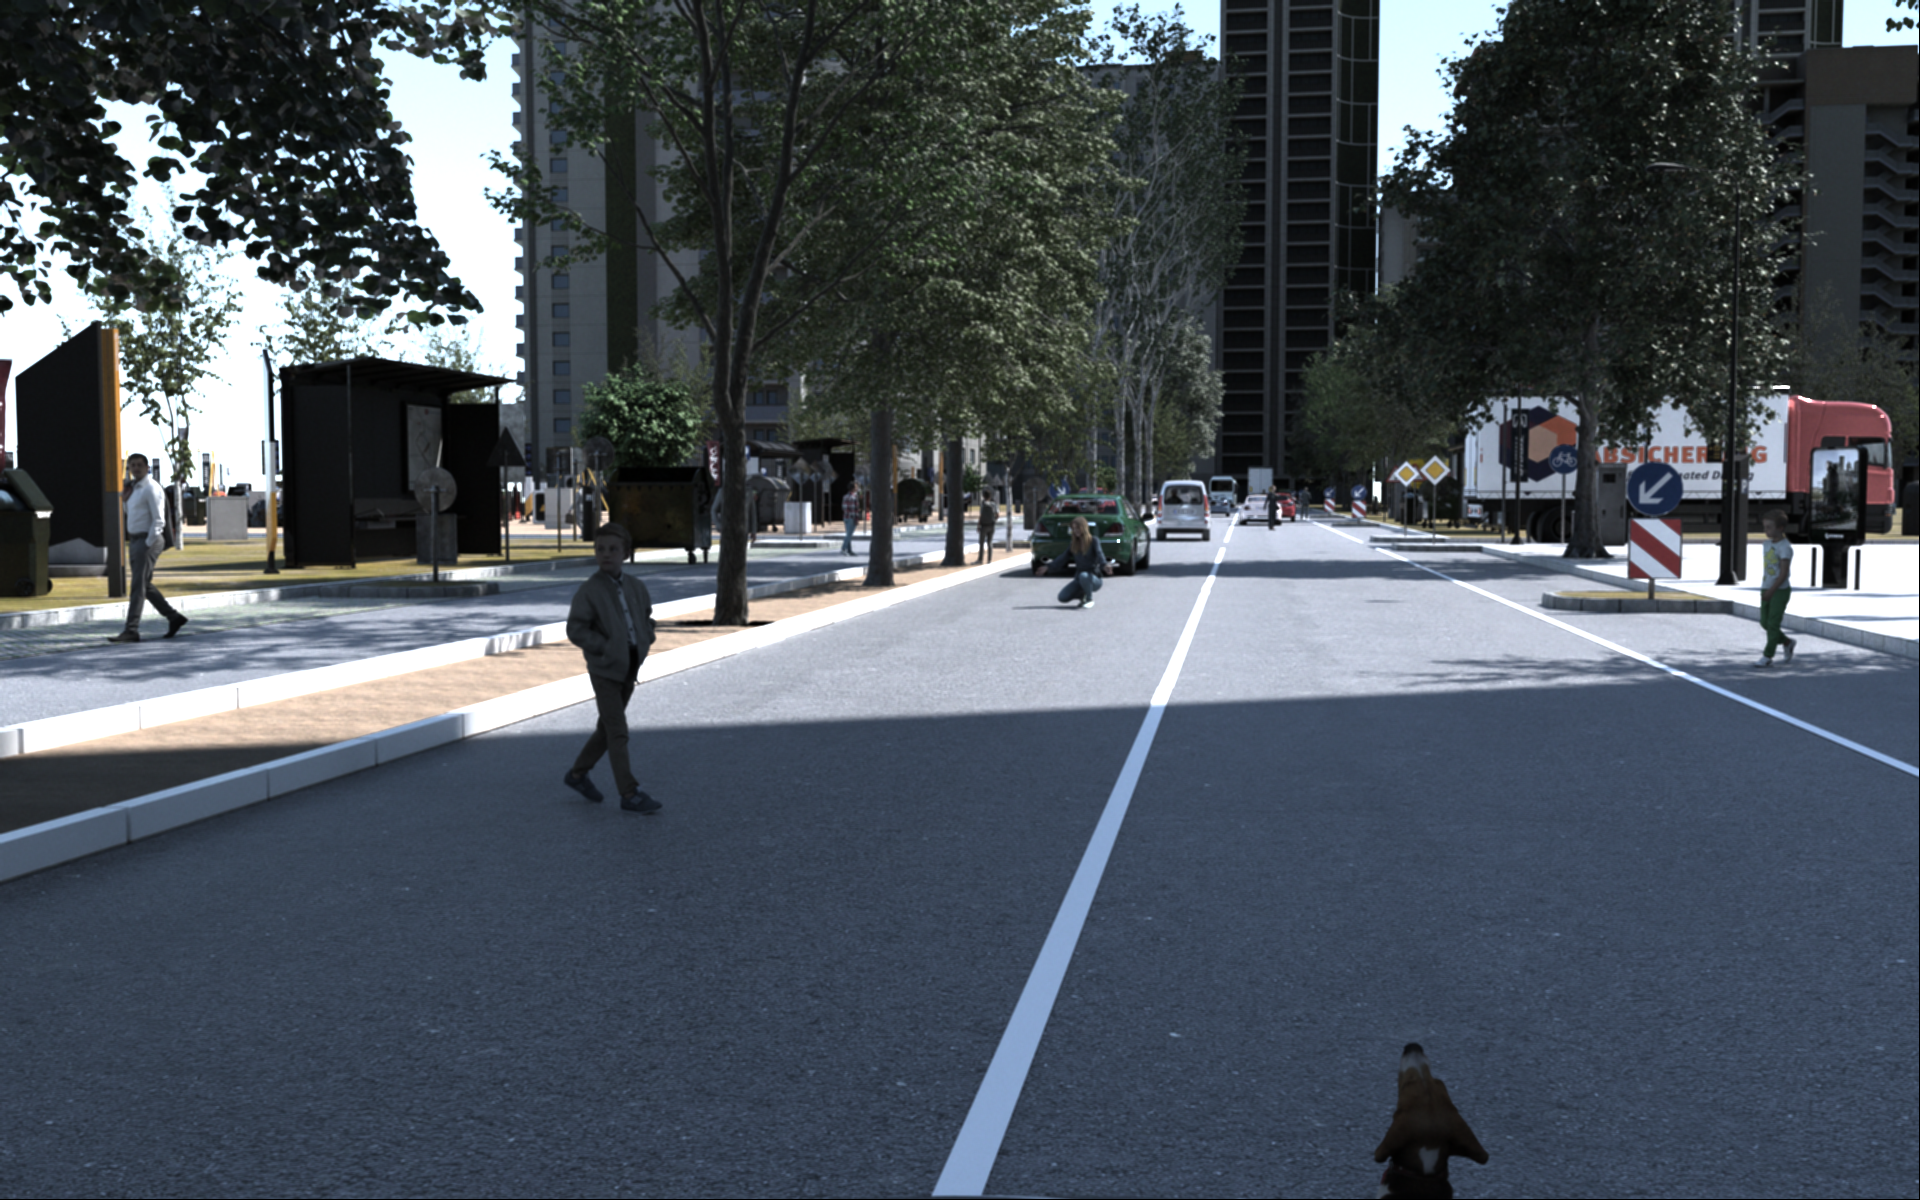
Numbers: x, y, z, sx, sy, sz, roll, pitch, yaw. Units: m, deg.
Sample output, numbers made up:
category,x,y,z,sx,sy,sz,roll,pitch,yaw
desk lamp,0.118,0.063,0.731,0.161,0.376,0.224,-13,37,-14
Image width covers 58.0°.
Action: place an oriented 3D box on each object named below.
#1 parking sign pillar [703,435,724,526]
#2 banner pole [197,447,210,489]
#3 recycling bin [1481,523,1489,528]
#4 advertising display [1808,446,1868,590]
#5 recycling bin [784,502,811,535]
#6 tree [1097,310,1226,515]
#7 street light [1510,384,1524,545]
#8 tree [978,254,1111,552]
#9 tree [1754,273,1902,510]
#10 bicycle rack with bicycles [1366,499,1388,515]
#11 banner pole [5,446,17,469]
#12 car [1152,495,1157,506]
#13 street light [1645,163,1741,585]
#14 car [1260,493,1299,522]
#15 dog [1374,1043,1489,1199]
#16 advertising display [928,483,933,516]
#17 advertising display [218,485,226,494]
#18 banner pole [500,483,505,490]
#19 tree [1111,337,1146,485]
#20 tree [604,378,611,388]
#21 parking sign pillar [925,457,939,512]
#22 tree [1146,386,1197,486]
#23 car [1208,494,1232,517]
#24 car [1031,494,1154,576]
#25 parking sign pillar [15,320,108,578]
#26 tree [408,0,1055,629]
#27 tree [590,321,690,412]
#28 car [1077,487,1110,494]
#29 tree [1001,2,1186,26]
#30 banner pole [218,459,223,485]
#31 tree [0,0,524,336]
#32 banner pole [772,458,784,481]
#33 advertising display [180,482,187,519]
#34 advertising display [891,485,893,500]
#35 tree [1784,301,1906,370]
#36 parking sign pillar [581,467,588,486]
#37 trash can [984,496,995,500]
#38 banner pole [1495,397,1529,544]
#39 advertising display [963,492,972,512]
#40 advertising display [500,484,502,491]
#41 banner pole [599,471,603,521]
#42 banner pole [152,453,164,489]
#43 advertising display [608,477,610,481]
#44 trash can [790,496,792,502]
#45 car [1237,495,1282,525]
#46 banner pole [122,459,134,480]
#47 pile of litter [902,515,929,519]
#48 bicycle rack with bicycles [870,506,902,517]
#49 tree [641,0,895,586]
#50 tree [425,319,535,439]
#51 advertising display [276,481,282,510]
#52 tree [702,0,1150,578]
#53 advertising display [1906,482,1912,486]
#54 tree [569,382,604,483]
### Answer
category,x,y,z,sx,sy,sz,roll,pitch,yaw
parking sign pillar,-9.691,-4.983,69.949,1.447,3.967,1.447,0,4,-6
banner pole,-40.311,-6.256,92.305,0.401,3.779,0.863,3,5,40
recycling bin,20.512,-3.295,66.425,0.722,1.027,0.722,-2,4,-24
advertising display,11.921,-1.122,23.551,0.123,1.923,0.974,-1,4,-12
recycling bin,-5.166,-2.608,55.194,0.722,1.027,0.722,1,4,9
tree,13.801,-12.843,119.088,9.857,13.997,8.962,0,3,0
street light,13.579,-4.359,43.813,1.470,5.913,1.316,1,4,9
tree,1.215,-5.466,42.191,4.737,8.622,4.395,0,3,0
tree,28.354,-6.623,58.644,4.360,8.622,3.978,0,3,0
bicycle rack with bicycles,30.185,-6.582,120.996,2.925,0.926,2.852,0,4,0
banner pole,-48.845,-6.075,89.348,0.863,3.779,0.401,-3,5,-40
car,20.851,-10.412,182.600,2.083,1.381,4.827,1,4,9
street light,10.318,-3.172,24.396,1.470,5.913,1.316,1,4,9
car,16.468,-4.934,89.708,2.155,1.783,4.494,1,4,11
dog,0.720,1.050,3.034,0.748,0.427,0.550,-2,4,-33
advertising display,-1.813,-5.896,101.617,0.123,1.923,0.974,1,4,20
advertising display,-49.905,-6.840,117.043,0.974,1.923,0.123,3,5,39
banner pole,-32.119,-8.002,120.850,0.863,3.779,0.401,-2,4,-35
tree,3.403,-6.227,54.637,4.737,8.622,4.395,0,3,0
tree,-15.491,-8.603,91.018,4.737,8.622,4.395,0,3,0
parking sign pillar,-2.220,-8.425,126.224,1.447,3.967,1.447,1,4,13
tree,13.214,-9.728,111.865,4.737,8.622,4.395,0,3,0
car,16.356,-6.029,110.570,2.014,1.417,4.499,1,4,9
car,2.459,-1.236,32.011,2.131,1.459,4.920,1,4,11
parking sign pillar,-13.984,-2.361,27.074,1.447,3.967,1.447,0,4,-1
tree,-2.401,-5.513,18.358,9.928,11.665,9.643,0,3,0
tree,-13.245,-7.509,73.130,4.360,8.622,3.978,0,3,0
car,7.545,-5.497,98.555,2.281,1.827,5.304,1,4,11
tree,3.749,-12.571,63.884,12.611,20.169,13.585,0,3,0
banner pole,-53.239,-8.243,124.786,0.401,3.779,0.863,0,4,-4
tree,-4.821,-5.984,6.955,9.857,13.997,8.962,0,3,0
banner pole,-9.533,-6.122,90.117,0.863,3.779,0.401,1,4,11
advertising display,-40.267,-5.178,89.870,0.123,1.923,0.974,-1,4,-11
advertising display,-4.742,-7.098,121.266,0.974,1.923,0.123,1,4,17
tree,35.913,-7.259,69.055,4.360,8.622,3.978,0,3,0
parking sign pillar,-21.822,-6.848,100.430,1.447,3.967,1.447,-1,4,-14
trash can,2.363,-7.210,129.531,0.748,1.137,0.748,0,3,0
banner pole,14.283,-3.346,44.727,0.863,3.779,0.401,0,4,-2
advertising display,0.383,-7.289,124.391,0.974,1.923,0.123,-2,4,-28
advertising display,-28.534,-6.173,106.142,0.974,1.923,0.123,1,4,13
banner pole,-16.808,-5.572,81.115,0.401,3.779,0.863,-1,4,-20
banner pole,-48.791,-7.065,105.528,0.863,3.779,0.401,-1,4,-9
advertising display,-11.081,-3.172,57.074,0.974,1.923,0.123,-1,4,-10
trash can,-11.654,-6.766,122.272,0.748,1.137,0.748,0,3,0
car,14.003,-4.187,80.815,2.083,1.381,4.827,0,4,8
banner pole,-52.056,-7.250,108.557,0.863,3.779,0.401,0,4,-3
pile of litter,-2.380,-4.660,90.162,1.176,0.858,1.719,-1,4,-20
bicycle rack with bicycles,-4.163,-5.241,99.074,2.852,0.926,2.925,3,5,41
tree,-1.275,-6.512,27.053,7.486,12.596,7.792,0,3,0
tree,-20.143,-7.435,71.931,4.360,8.622,3.978,0,3,0
advertising display,-32.861,-4.768,83.164,0.123,1.923,0.974,3,4,38
tree,-0.148,-6.970,34.541,7.486,12.596,7.792,0,3,0
advertising display,49.428,-5.157,89.528,0.974,1.923,0.123,1,4,14
tree,-23.085,-9.786,110.358,4.737,8.622,4.395,0,3,0
